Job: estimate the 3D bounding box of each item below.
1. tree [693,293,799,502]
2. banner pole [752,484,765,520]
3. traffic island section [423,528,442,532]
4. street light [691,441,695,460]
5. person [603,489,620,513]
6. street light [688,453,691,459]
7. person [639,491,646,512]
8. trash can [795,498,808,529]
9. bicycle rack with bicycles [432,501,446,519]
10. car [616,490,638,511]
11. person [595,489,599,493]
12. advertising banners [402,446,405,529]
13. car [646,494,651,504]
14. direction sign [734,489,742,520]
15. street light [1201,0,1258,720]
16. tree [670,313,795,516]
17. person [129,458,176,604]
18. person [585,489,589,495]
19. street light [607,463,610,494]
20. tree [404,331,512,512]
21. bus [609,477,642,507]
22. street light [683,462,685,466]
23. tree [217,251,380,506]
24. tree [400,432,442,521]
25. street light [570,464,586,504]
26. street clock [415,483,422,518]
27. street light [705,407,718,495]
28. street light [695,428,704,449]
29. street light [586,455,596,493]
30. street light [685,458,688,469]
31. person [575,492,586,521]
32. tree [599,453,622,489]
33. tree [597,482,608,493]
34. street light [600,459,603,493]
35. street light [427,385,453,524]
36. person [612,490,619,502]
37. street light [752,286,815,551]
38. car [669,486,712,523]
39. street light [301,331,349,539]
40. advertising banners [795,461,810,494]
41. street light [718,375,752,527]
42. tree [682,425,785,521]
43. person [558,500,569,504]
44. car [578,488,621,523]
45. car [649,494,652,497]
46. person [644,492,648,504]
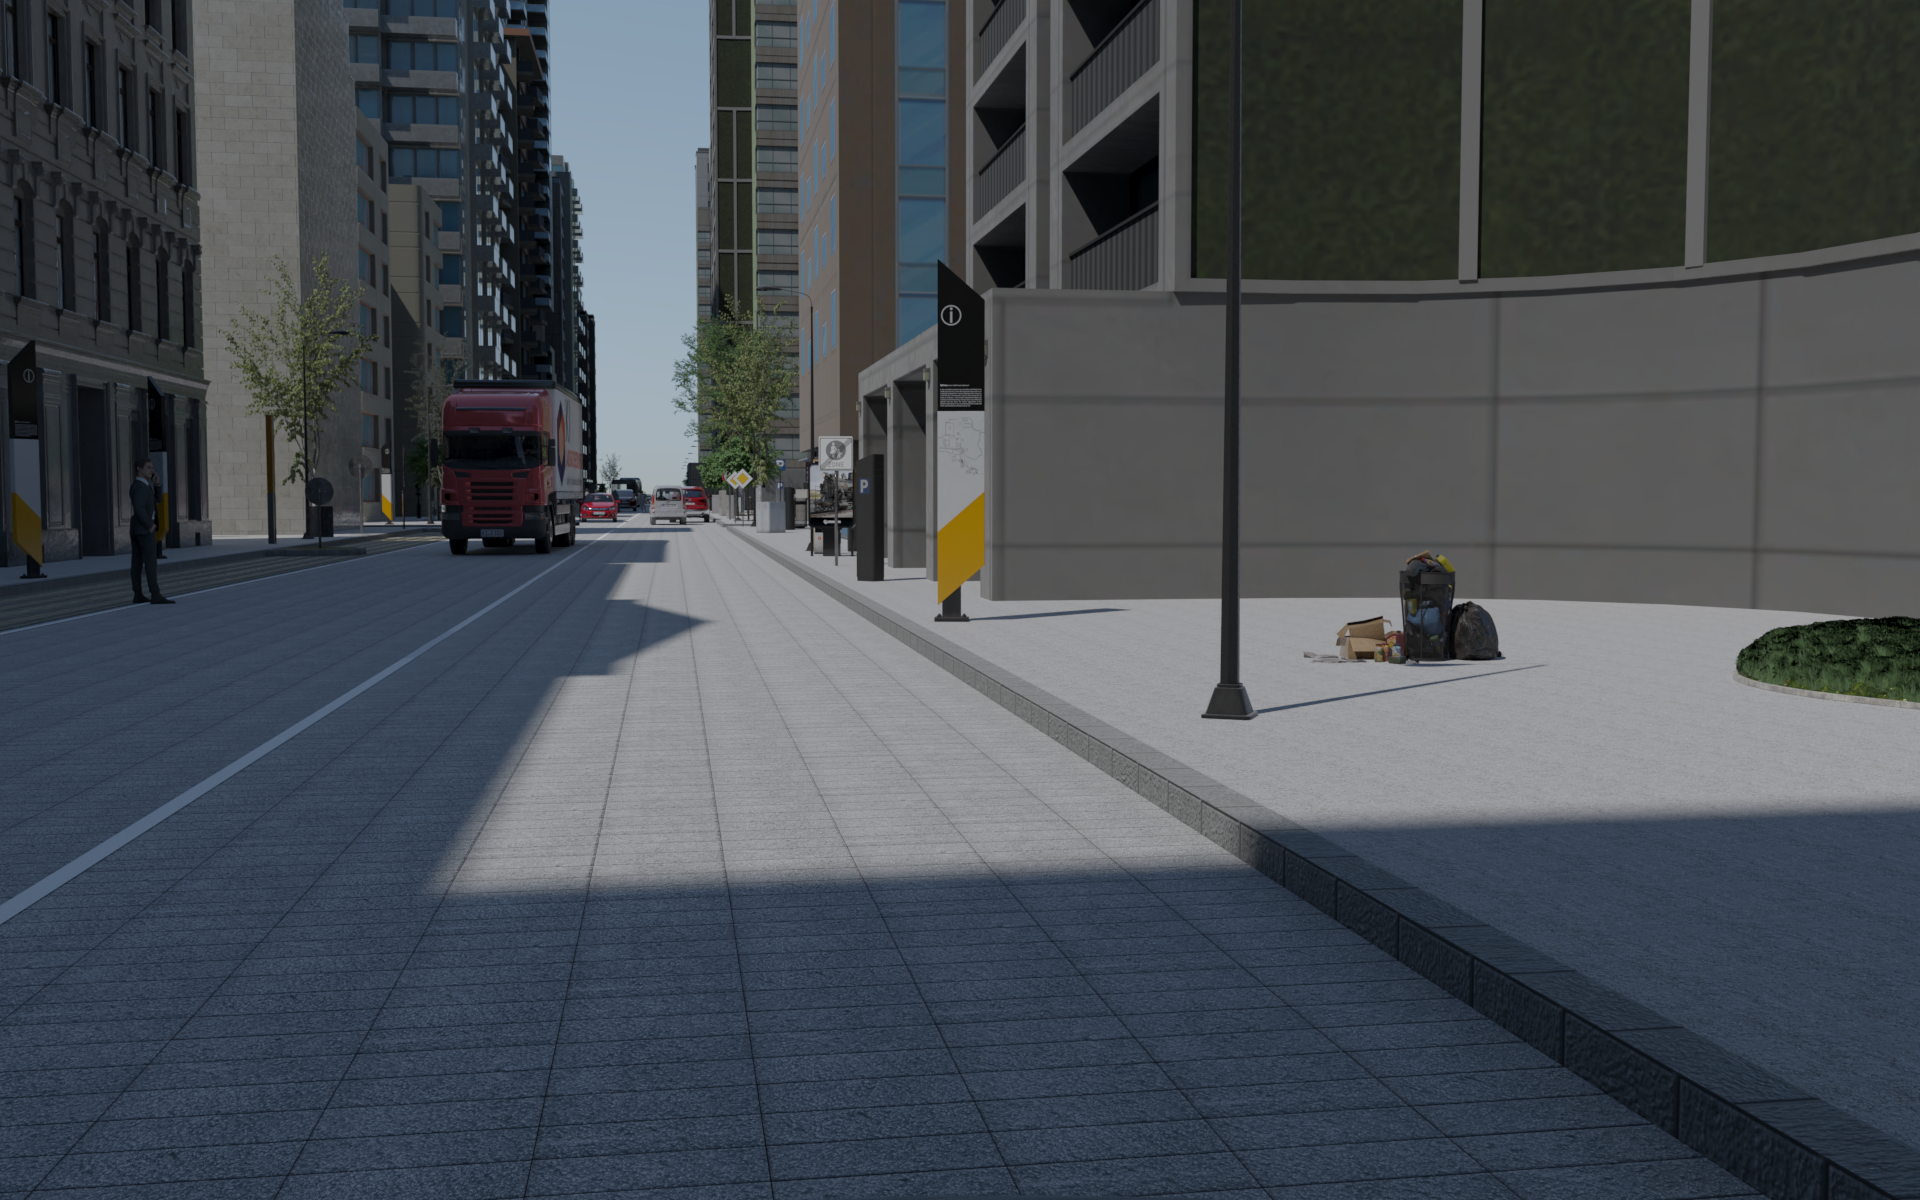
[{"bbox_3d":[-7.442,-6.861,62.541,4.737,8.622,4.395,0,3,0],"label":"tree"},{"bbox_3d":[-9.915,-5.833,85.379,0.863,3.779,0.401,-3,5,-43],"label":"banner pole"},{"bbox_3d":[-19.279,-2.682,66.138,2.009,0.180,2.903,-1,4,-9],"label":"traffic island section"},{"bbox_3d":[-22.312,-10.841,149.795,1.470,5.913,1.316,-1,4,-9],"label":"street light"},{"bbox_3d":[-26.612,-7.533,131.883,1.509,1.804,0.699,-2,4,-25],"label":"person"},{"bbox_3d":[-25.144,-11.868,166.574,1.470,5.913,1.316,-1,4,-9],"label":"street light"},{"bbox_3d":[-24.781,-7.692,135.269,0.512,1.701,0.522,0,4,-6],"label":"person"},{"bbox_3d":[-5.996,-3.231,64.485,0.748,1.137,0.748,0,3,0],"label":"trash can"},{"bbox_3d":[-25.646,-4.608,88.726,2.852,0.926,2.925,-2,4,-31],"label":"bicycle rack with bicycles"},{"bbox_3d":[-28.121,-8.340,145.037,2.281,1.827,5.304,-1,4,-11],"label":"car"},{"bbox_3d":[-21.753,-5.805,104.248,0.643,1.720,0.563,1,4,14],"label":"person"},{"bbox_3d":[-20.364,-4.109,63.369,0.090,3.025,2.074,-1,4,-20],"label":"advertising banners"},{"bbox_3d":[-47.005,-15.069,258.170,2.131,1.459,4.920,-1,4,-11],"label":"car"},{"bbox_3d":[-10.945,-5.706,85.290,0.379,3.537,0.876,-2,4,-35],"label":"direction sign"},{"bbox_3d":[1.018,-2.274,9.719,1.470,5.913,1.316,-1,4,-9],"label":"street light"},{"bbox_3d":[-13.152,-10.676,100.313,9.928,11.665,9.643,0,3,0],"label":"tree"},{"bbox_3d":[-10.628,-0.908,22.709,0.474,1.900,0.648,-3,4,-38],"label":"person"},{"bbox_3d":[-25.193,-6.645,117.330,0.511,1.800,0.466,1,4,18],"label":"person"},{"bbox_3d":[-53.189,-17.590,260.139,1.470,5.913,1.316,-1,4,-9],"label":"street light"},{"bbox_3d":[-23.557,-7.891,79.378,4.360,8.622,3.978,0,3,0],"label":"tree"},{"bbox_3d":[-35.945,-11.748,186.933,2.948,3.499,13.247,0,4,-8],"label":"bus"},{"bbox_3d":[-34.877,-15.404,224.398,1.470,5.913,1.316,-1,4,-9],"label":"street light"},{"bbox_3d":[-19.622,-6.203,51.775,4.737,8.622,4.395,0,3,0],"label":"tree"},{"bbox_3d":[-25.494,-6.159,84.416,4.285,4.588,4.351,0,3,0],"label":"tree"},{"bbox_3d":[-39.407,-12.541,177.587,1.470,5.913,1.316,-1,4,-9],"label":"street light"},{"bbox_3d":[-28.517,-5.300,91.225,0.358,2.002,0.471,-2,4,-30],"label":"street clock"},{"bbox_3d":[-12.737,-7.334,92.445,1.470,5.913,1.316,-1,4,-9],"label":"street light"},{"bbox_3d":[-17.616,-9.094,121.229,1.470,5.913,1.316,-1,4,-9],"label":"street light"},{"bbox_3d":[-44.010,-14.284,206.076,1.470,5.913,1.316,-1,4,-9],"label":"street light"},{"bbox_3d":[-29.900,-13.608,195.037,1.470,5.913,1.316,-1,4,-9],"label":"street light"},{"bbox_3d":[-19.978,-5.083,91.392,0.659,1.850,0.755,-1,4,-19],"label":"person"},{"bbox_3d":[-61.096,-21.577,303.143,4.737,8.622,4.395,0,3,0],"label":"tree"},{"bbox_3d":[-56.122,-16.985,272.312,1.663,3.219,1.824,0,3,0],"label":"tree"},{"bbox_3d":[-48.453,-15.849,231.673,1.470,5.913,1.316,-1,4,-9],"label":"street light"},{"bbox_3d":[-21.968,-6.177,73.541,1.470,5.913,1.316,-1,4,-9],"label":"street light"},{"bbox_3d":[-27.633,-7.938,138.689,0.661,1.777,0.834,-1,4,-14],"label":"person"},{"bbox_3d":[-3.853,-4.054,38.820,1.470,5.913,1.316,-1,4,-9],"label":"street light"},{"bbox_3d":[-13.762,-4.862,88.173,2.281,1.827,5.304,-1,4,-8],"label":"car"},{"bbox_3d":[-18.039,-4.691,49.245,1.470,5.913,1.316,-1,4,-9],"label":"street light"},{"bbox_3d":[-8.483,-5.849,91.811,0.090,3.025,2.074,2,4,33],"label":"advertising banners"},{"bbox_3d":[-8.602,-5.825,67.784,1.470,5.913,1.316,-1,4,-9],"label":"street light"},{"bbox_3d":[-10.116,-6.026,82.239,4.285,4.588,4.351,0,3,0],"label":"tree"},{"bbox_3d":[-17.856,-4.218,77.633,0.590,1.801,0.661,3,5,42],"label":"person"},{"bbox_3d":[-18.395,-4.850,88.344,2.155,1.783,4.494,-1,4,-11],"label":"car"},{"bbox_3d":[-54.062,-17.757,300.105,2.009,1.686,4.222,0,4,-8],"label":"car"},{"bbox_3d":[-44.436,-14.385,244.244,0.990,1.755,0.434,1,4,16],"label":"person"}]
